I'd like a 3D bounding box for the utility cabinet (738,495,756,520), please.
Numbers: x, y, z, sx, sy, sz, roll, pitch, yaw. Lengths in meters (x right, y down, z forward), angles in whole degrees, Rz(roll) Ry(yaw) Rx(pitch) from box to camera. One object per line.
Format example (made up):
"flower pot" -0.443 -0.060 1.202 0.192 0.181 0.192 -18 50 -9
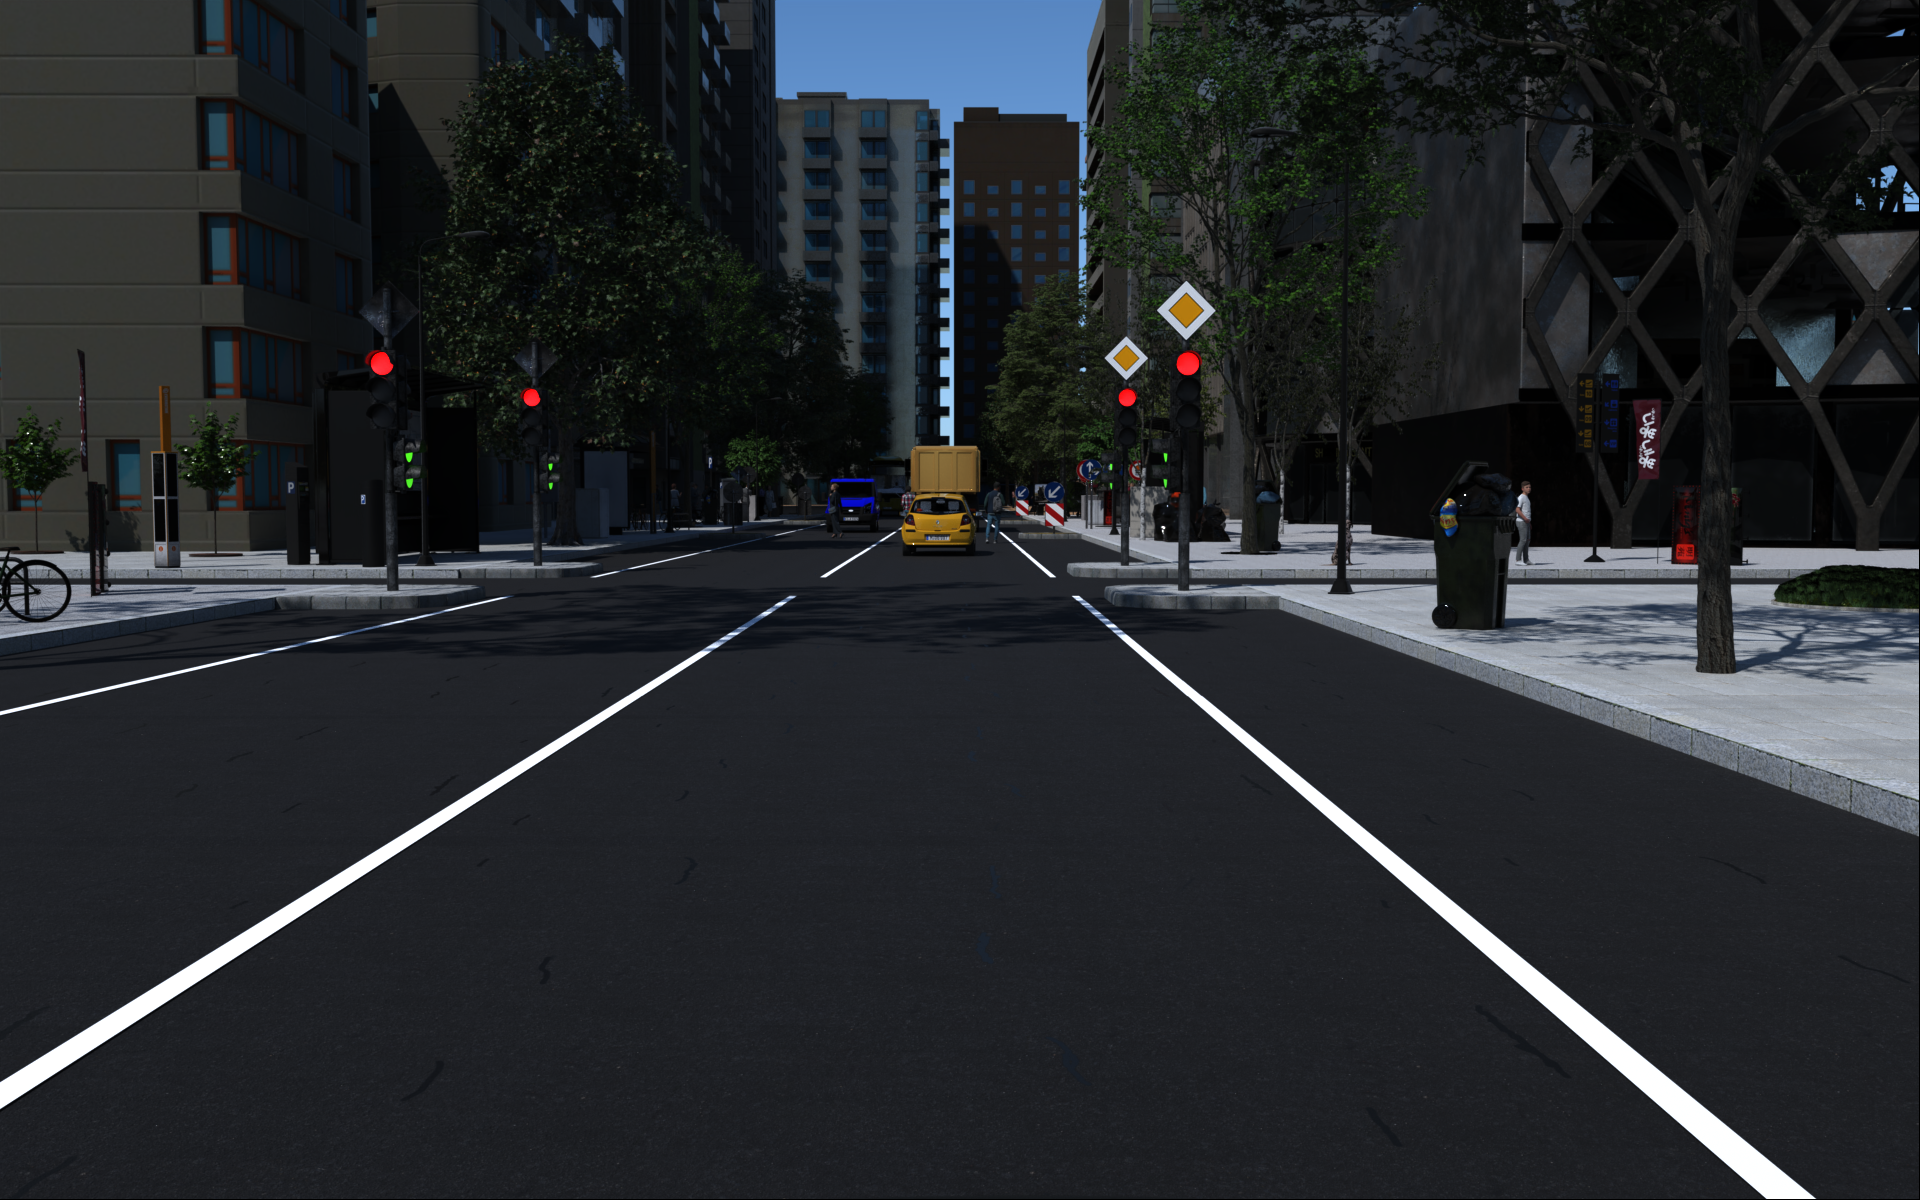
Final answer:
"utility cabinet" -10.383 -4.511 84.920 1.020 1.237 0.306 2 4 25

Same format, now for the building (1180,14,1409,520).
"building" 19.455 -16.988 95.779 12.078 24.808 19.932 0 4 0

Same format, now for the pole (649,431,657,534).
"pole" -9.896 -3.788 55.781 0.158 3.312 0.155 0 3 0

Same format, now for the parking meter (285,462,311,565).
"parking meter" -11.997 -1.570 31.387 0.399 1.863 0.255 2 4 32

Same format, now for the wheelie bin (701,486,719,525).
"wheelie bin" -10.439 -3.940 72.326 0.693 1.594 0.980 -1 4 -19

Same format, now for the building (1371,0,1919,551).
"building" 21.516 -10.948 46.447 16.811 18.784 16.820 0 4 0

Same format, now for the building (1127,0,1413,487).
"building" 23.775 -36.323 135.878 21.231 58.520 28.212 0 4 0

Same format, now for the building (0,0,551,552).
"building" -29.706 -12.681 52.370 27.650 21.520 28.899 0 4 0

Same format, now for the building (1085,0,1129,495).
"building" 23.239 -32.921 161.955 21.300 48.544 21.600 0 4 0

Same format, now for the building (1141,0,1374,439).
"building" 18.937 -26.400 115.229 14.154 41.232 14.086 0 4 0

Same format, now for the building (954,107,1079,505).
"building" 6.389 -33.872 203.910 14.200 45.320 14.600 0 4 0

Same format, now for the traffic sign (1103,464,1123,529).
"traffic sign" 5.658 -3.910 64.036 0.768 2.556 0.104 0 4 4

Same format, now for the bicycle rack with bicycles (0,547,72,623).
"bicycle rack with bicycles" -10.386 -0.233 17.199 2.925 0.926 2.852 -1 4 -11

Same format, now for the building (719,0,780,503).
"building" -28.401 -44.299 162.533 20.611 71.187 20.563 0 4 0

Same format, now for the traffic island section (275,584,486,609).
"traffic island section" -7.548 -0.044 22.997 2.009 0.180 2.903 0 4 0

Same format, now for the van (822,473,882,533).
"van" -4.072 -3.776 66.125 2.240 2.365 5.245 0 4 -1

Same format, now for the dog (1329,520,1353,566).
"dog" 6.786 -1.031 31.233 0.800 0.831 0.513 -1 4 -15

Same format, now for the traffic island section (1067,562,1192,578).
"traffic island section" 2.973 -0.534 31.004 2.009 0.180 2.903 0 4 0

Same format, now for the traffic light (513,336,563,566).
"traffic light" -7.529 -2.564 30.847 0.839 4.253 0.868 0 4 0

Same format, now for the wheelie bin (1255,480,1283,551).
"wheelie bin" 6.802 -1.895 38.885 0.693 1.594 0.980 -2 4 -35

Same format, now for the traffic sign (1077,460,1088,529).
"traffic sign" 4.690 -3.911 64.054 0.768 2.556 0.104 0 4 6

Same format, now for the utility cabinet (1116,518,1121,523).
"utility cabinet" 6.905 -4.071 77.722 1.020 1.237 0.306 -3 5 -43

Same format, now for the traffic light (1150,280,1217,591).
"traffic light" 2.953 -2.079 22.905 0.839 4.253 0.868 0 4 0

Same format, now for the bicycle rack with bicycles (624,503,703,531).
"bicycle rack with bicycles" -10.856 -2.912 60.990 2.852 0.926 2.925 1 4 11

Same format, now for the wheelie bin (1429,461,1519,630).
"wheelie bin" 4.940 -0.532 16.610 0.693 1.594 0.980 2 4 34

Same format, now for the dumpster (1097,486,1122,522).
"dumpster" 6.668 -4.271 75.591 1.264 1.857 1.865 0 4 0

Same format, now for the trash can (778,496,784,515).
"trash can" -11.096 -5.742 105.542 0.748 1.137 0.748 0 3 0

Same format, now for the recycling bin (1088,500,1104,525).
"recycling bin" 5.759 -3.624 71.814 0.722 1.027 0.722 2 4 24

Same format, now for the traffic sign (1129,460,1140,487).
"traffic sign" 6.688 -3.951 64.700 0.768 2.556 0.104 0 4 4

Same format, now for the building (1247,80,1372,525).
"building" 21.042 -12.781 76.424 16.820 18.784 16.811 0 4 0

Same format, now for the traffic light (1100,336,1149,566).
"traffic light" 2.933 -2.567 30.890 0.839 4.253 0.868 0 4 0

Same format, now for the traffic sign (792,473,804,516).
"traffic sign" -9.669 -6.317 103.394 0.768 2.556 0.104 0 4 3

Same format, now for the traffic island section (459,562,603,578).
"traffic island section" -7.569 -0.532 30.982 2.009 0.180 2.903 0 4 0

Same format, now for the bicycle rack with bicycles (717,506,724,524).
"bicycle rack with bicycles" -11.172 -3.730 74.367 2.925 0.926 2.852 -1 4 -12

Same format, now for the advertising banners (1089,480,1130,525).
"advertising banners" 6.144 -4.570 70.907 2.074 3.025 0.090 -1 4 -14

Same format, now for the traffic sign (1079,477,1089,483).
"traffic sign" 5.690 -4.742 77.637 0.768 2.556 0.104 0 4 2

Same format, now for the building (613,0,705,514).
"building" -24.880 -26.278 113.242 14.154 41.232 14.086 0 4 0

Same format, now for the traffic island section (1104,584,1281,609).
"traffic island section" 2.993 -0.045 23.019 2.009 0.180 2.903 0 4 0

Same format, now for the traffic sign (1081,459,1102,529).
"traffic sign" 4.832 -3.883 63.601 0.768 2.556 0.104 1 4 10

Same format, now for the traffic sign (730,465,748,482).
"traffic sign" -9.777 -4.695 76.504 0.795 2.593 0.064 0 4 4

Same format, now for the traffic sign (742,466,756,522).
"traffic sign" -9.716 -4.849 79.379 0.768 2.556 0.104 1 4 8

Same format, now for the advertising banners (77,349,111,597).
"advertising banners" -10.978 -1.575 21.938 0.090 3.025 2.074 -1 4 -19

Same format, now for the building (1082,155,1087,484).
"building" 27.912 -33.848 208.033 28.867 44.769 22.147 0 4 0

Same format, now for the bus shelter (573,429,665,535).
"bus shelter" -11.103 -3.834 56.608 2.014 3.302 5.546 0 3 0

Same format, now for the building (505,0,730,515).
"building" -30.111 -31.589 136.094 23.786 49.044 30.456 0 4 0

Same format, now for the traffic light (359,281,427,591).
"traffic light" -7.508 -2.076 22.862 0.839 4.253 0.868 0 4 0

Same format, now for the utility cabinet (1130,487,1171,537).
"utility cabinet" 5.615 -2.586 50.963 1.173 1.500 0.318 1 4 21

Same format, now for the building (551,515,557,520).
"building" -29.912 -28.717 89.136 23.786 49.044 30.456 0 4 0

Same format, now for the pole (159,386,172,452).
"pole" -15.002 -2.380 32.757 0.158 3.312 0.155 0 3 0

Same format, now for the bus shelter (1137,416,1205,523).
"bus shelter" 6.608 -3.929 55.526 1.731 3.624 6.357 0 4 0

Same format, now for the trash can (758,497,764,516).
"trash can" -11.679 -5.438 100.557 0.748 1.137 0.748 0 3 0

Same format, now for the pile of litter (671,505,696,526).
"pile of litter" -11.145 -3.392 69.429 1.176 0.858 1.719 0 4 -3

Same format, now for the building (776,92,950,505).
"building" -16.480 -36.061 209.210 30.456 49.044 23.786 0 4 0

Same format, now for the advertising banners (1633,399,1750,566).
"advertising banners" 13.236 -2.157 31.447 2.074 3.025 0.090 3 5 39

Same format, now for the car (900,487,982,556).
"car" -0.472 -1.913 41.504 2.015 1.641 3.980 0 4 1

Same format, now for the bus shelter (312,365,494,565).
"bus shelter" -10.859 -2.630 34.285 1.731 3.624 6.357 0 4 0

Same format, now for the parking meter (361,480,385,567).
"parking meter" -10.329 -1.349 30.459 0.372 1.533 0.369 0 3 0

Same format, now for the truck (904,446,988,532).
"truck" -0.554 -4.429 68.341 3.469 3.379 9.791 0 4 0

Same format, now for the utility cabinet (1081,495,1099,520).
"utility cabinet" 6.426 -4.496 84.677 1.020 1.237 0.306 -2 4 -30
